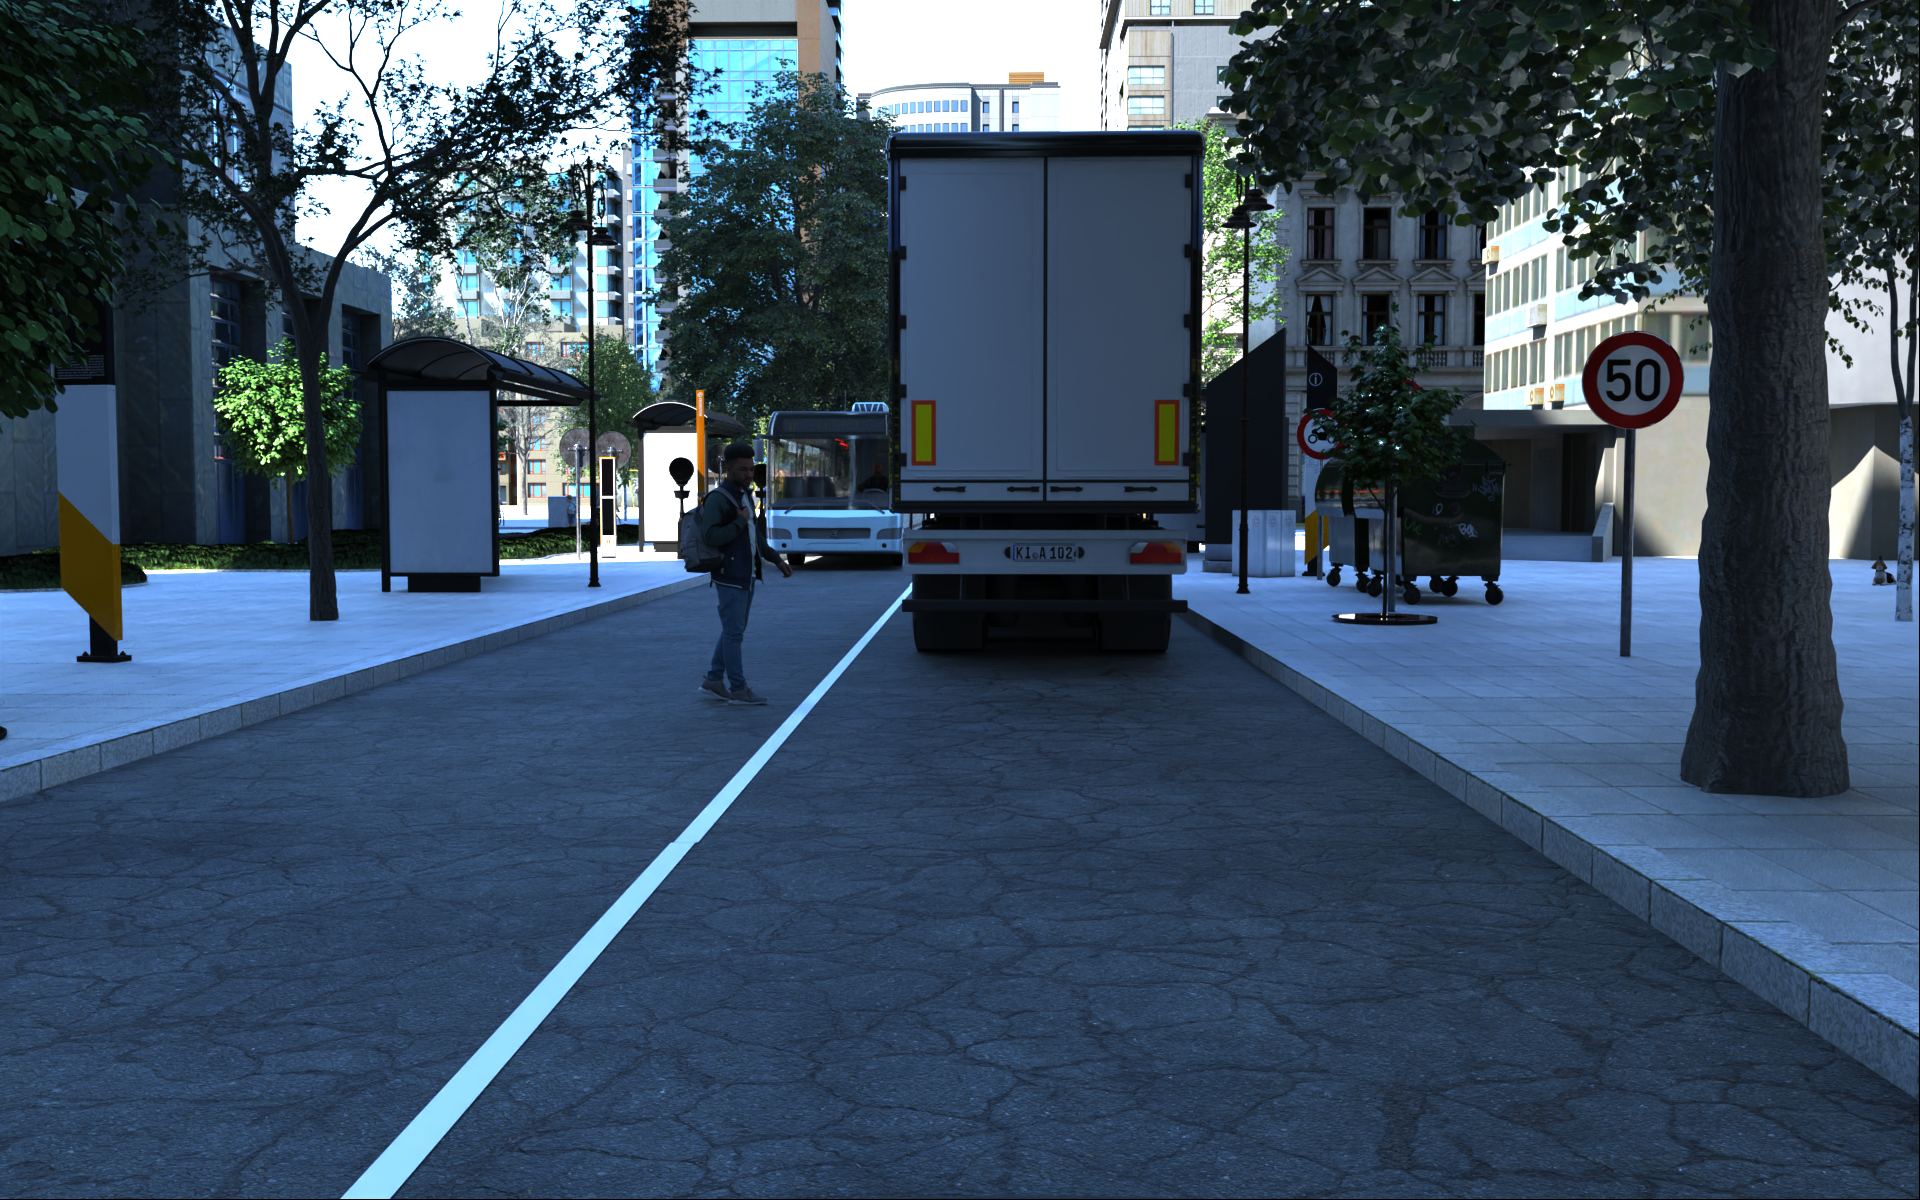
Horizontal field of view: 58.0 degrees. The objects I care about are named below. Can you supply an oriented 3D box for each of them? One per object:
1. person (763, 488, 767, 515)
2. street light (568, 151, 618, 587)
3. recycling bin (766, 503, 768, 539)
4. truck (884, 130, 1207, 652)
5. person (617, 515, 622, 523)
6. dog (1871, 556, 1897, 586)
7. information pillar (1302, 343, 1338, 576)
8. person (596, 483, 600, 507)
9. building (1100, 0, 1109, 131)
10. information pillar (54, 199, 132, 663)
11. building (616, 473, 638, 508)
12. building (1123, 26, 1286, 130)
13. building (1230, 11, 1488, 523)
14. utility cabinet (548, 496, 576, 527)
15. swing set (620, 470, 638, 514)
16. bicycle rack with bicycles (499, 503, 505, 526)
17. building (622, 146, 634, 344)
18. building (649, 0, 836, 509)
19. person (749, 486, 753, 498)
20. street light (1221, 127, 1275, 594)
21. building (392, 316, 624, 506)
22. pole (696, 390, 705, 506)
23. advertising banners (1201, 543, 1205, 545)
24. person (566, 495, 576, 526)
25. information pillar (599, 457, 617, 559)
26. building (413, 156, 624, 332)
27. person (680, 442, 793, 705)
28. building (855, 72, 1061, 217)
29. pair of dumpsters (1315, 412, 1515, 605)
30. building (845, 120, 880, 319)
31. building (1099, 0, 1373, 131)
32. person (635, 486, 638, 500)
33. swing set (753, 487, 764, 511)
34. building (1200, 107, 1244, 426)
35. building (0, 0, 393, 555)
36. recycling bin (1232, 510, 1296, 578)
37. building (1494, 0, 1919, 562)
[{"bbox_3d":[-8.451,-4.319,76.520,0.638,1.841,0.748,-2,4,-24],"label":"person"},{"bbox_3d":[-5.063,-3.120,23.803,0.468,5.910,1.993,0,4,1],"label":"street light"},{"bbox_3d":[-5.119,-2.292,50.028,0.722,1.027,0.722,2,4,34],"label":"recycling bin"},{"bbox_3d":[0.866,-1.841,19.013,2.839,4.237,11.283,0,4,2],"label":"truck"},{"bbox_3d":[-14.334,-3.957,71.492,0.466,1.731,0.760,2,4,35],"label":"person"},{"bbox_3d":[13.155,-0.415,24.519,0.748,0.427,0.550,0,4,-8],"label":"dog"},{"bbox_3d":[5.608,-2.177,26.952,0.504,3.616,0.183,1,4,18],"label":"information pillar"},{"bbox_3d":[-18.007,-4.870,85.764,0.767,1.812,0.694,-2,4,-31],"label":"person"},{"bbox_3d":[24.741,-46.590,200.004,20.563,71.187,20.611,0,4,1],"label":"building"},{"bbox_3d":[-6.642,-1.335,13.190,0.504,3.616,0.183,1,4,13],"label":"information pillar"},{"bbox_3d":[-21.719,-52.589,172.503,22.319,86.520,31.000,0,4,1],"label":"building"},{"bbox_3d":[21.502,-28.864,155.528,14.154,41.232,14.086,0,4,1],"label":"building"},{"bbox_3d":[23.223,-15.387,80.455,19.941,23.489,11.050,0,4,1],"label":"building"},{"bbox_3d":[-13.565,-2.940,59.228,1.020,1.237,0.306,-1,4,-15],"label":"utility cabinet"},{"bbox_3d":[-20.277,-7.079,113.354,3.119,2.851,2.862,-2,4,-30],"label":"swing set"},{"bbox_3d":[-19.483,-3.457,69.902,2.852,0.926,2.925,1,4,23],"label":"bicycle rack with bicycles"},{"bbox_3d":[-31.253,-31.819,203.832,14.086,41.232,14.154,0,4,1],"label":"building"},{"bbox_3d":[-18.286,-30.643,151.131,14.600,45.320,14.200,0,4,1],"label":"building"},{"bbox_3d":[-11.257,-5.250,91.753,0.514,1.842,0.818,-2,4,-29],"label":"person"},{"bbox_3d":[3.660,-3.023,22.207,0.468,5.910,1.993,0,4,1],"label":"street light"},{"bbox_3d":[-52.851,-21.668,199.304,28.899,21.520,27.650,0,4,1],"label":"building"},{"bbox_3d":[-5.094,-2.460,34.056,0.158,3.312,0.155,0,3,0],"label":"pole"},{"bbox_3d":[5.549,-2.884,43.347,2.074,3.025,0.090,1,4,15],"label":"advertising banners"},{"bbox_3d":[-12.883,-2.858,57.450,0.332,1.250,0.352,2,4,33],"label":"person"},{"bbox_3d":[-7.009,-1.837,34.532,0.304,2.012,0.304,0,4,-7],"label":"information pillar"},{"bbox_3d":[-61.079,-38.419,247.754,30.456,49.044,23.786,0,4,1],"label":"building"},{"bbox_3d":[-1.534,-0.181,11.800,0.721,1.781,0.623,0,4,5],"label":"person"},{"bbox_3d":[-0.298,-43.016,245.312,28.212,58.520,21.231,0,4,1],"label":"building"},{"bbox_3d":[5.683,-1.192,21.978,1.574,2.255,4.437,0,4,1],"label":"pair of dumpsters"},{"bbox_3d":[-16.870,-33.859,203.710,14.200,45.320,14.600,0,4,1],"label":"building"},{"bbox_3d":[29.166,-35.889,176.021,28.713,52.752,27.495,0,4,1],"label":"building"},{"bbox_3d":[-17.544,-5.479,94.980,0.474,1.900,0.648,1,4,9],"label":"person"},{"bbox_3d":[-15.552,-8.859,142.467,2.862,2.851,3.119,-2,4,-33],"label":"swing set"},{"bbox_3d":[21.429,-19.935,113.328,14.401,28.519,23.554,0,4,1],"label":"building"},{"bbox_3d":[-32.566,-44.383,38.333,31.000,86.520,22.319,0,4,1],"label":"building"},{"bbox_3d":[4.731,-0.882,26.971,0.722,1.027,0.722,-3,4,-36],"label":"recycling bin"},{"bbox_3d":[26.198,-21.261,39.500,32.217,40.220,23.993,0,4,1],"label":"building"}]
